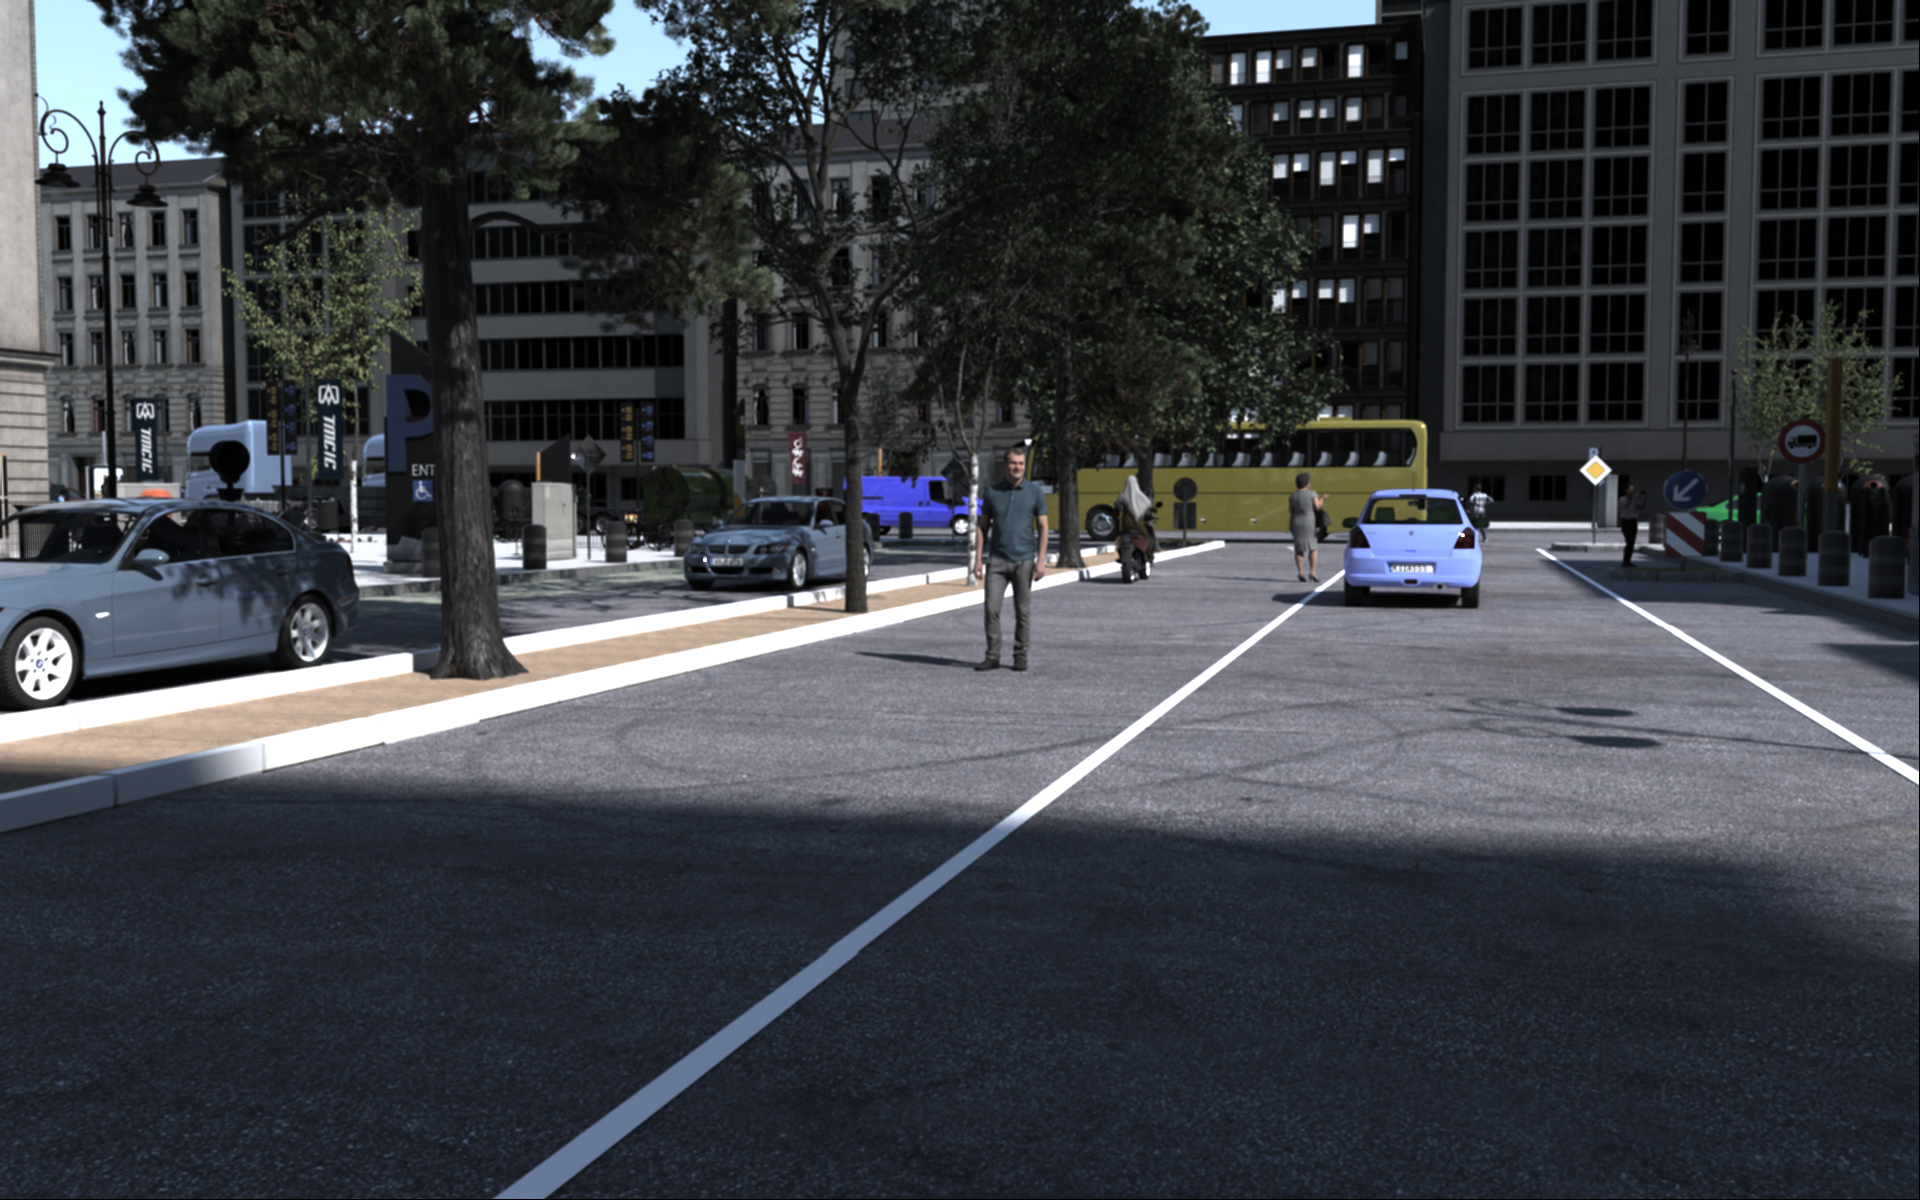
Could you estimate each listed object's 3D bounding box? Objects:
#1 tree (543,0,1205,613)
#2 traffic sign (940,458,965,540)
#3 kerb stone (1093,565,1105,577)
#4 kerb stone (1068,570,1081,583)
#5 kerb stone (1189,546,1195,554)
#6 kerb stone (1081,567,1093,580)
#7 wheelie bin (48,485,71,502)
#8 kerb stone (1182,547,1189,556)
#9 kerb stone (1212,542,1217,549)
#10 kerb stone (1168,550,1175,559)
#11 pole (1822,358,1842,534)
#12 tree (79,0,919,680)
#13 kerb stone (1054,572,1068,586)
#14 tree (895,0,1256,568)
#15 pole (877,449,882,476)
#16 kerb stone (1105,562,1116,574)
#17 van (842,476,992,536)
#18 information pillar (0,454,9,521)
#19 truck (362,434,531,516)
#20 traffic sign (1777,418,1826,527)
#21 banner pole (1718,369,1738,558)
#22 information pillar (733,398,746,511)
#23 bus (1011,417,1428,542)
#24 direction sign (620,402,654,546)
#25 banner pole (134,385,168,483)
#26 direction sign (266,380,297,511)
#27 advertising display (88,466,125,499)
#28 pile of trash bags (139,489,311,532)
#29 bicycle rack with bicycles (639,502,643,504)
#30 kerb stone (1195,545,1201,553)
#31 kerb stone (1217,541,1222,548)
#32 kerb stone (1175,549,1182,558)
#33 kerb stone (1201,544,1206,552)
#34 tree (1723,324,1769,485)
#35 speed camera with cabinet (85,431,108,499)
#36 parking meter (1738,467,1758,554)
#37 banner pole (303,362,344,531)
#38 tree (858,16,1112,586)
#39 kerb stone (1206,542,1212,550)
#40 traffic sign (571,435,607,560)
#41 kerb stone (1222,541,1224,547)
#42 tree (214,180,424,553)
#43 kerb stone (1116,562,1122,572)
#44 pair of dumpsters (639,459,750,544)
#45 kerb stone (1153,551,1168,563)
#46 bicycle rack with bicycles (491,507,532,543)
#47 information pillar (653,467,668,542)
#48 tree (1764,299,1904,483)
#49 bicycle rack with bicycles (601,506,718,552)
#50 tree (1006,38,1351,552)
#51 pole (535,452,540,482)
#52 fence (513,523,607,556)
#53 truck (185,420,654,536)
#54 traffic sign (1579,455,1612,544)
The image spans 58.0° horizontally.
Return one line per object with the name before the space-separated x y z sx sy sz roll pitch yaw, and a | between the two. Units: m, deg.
tree | -1.129 -5.135 20.828 8.767 10.594 7.601 1 4 16
traffic sign | -0.184 -2.757 48.721 0.795 2.450 0.064 1 4 16
kerb stone | 2.329 -0.490 30.219 0.120 0.150 1.000 1 4 16
kerb stone | 1.776 -0.370 28.242 0.120 0.150 1.000 1 4 16
kerb stone | 5.388 -1.155 41.100 0.120 0.150 1.000 1 4 16
kerb stone | 2.053 -0.430 29.232 0.120 0.150 1.000 1 4 16
wheelie bin | -30.150 -3.056 57.871 0.980 1.594 0.693 2 4 24
kerb stone | 5.106 -1.095 40.115 0.120 0.150 1.000 1 4 16
kerb stone | 6.495 -1.396 45.072 0.120 0.150 1.000 1 4 16
kerb stone | 4.551 -0.975 38.133 0.120 0.150 1.000 1 4 16
pole | 13.109 -1.970 26.046 0.158 3.312 0.155 0 3 0
tree | -3.955 -6.333 13.429 7.806 13.903 7.818 0 3 0
kerb stone | 1.499 -0.310 27.256 0.120 0.150 1.000 1 4 16
tree | 2.036 -6.642 33.112 6.751 12.117 7.091 0 3 0
pole | -3.610 -5.120 77.558 0.158 3.312 0.155 0 3 0
kerb stone | 2.607 -0.551 31.204 0.120 0.150 1.000 1 4 16
van | -1.410 -3.387 59.758 5.245 2.365 2.240 1 4 15
information pillar | -17.906 -1.696 32.221 0.304 2.012 0.304 -1 4 -14
truck | -16.326 -4.946 70.632 18.799 4.110 2.967 1 4 17
traffic sign | 14.217 -1.785 29.295 0.768 2.556 0.104 1 4 18
banner pole | 15.330 -2.717 34.447 0.401 3.779 0.863 2 4 29
information pillar | -5.333 -3.093 41.924 0.183 3.616 0.504 1 4 21
bus | 7.704 -3.700 52.040 12.252 3.916 2.896 1 4 16
direction sign | -7.938 -3.099 42.661 0.876 3.537 0.379 1 4 13
banner pole | -18.532 -3.048 39.852 0.863 3.779 0.401 -2 4 -32
direction sign | -13.531 -2.606 34.598 0.876 3.537 0.379 2 4 31
advertising display | -19.595 -2.117 39.822 0.123 1.923 0.974 1 4 16
pile of trash bags | -13.214 -1.300 31.000 3.447 1.369 1.912 1 4 15
bicycle rack with bicycles | -13.065 -3.916 77.415 2.852 0.926 2.925 -1 4 -12
kerb stone | 5.665 -1.217 42.098 0.120 0.150 1.000 1 4 16
kerb stone | 6.773 -1.460 46.062 0.120 0.150 1.000 1 4 16
kerb stone | 4.818 -1.036 39.131 0.120 0.150 1.000 1 4 16
kerb stone | 5.941 -1.265 43.085 0.120 0.150 1.000 1 4 16
tree | 33.209 -7.374 70.927 4.737 8.622 4.395 0 3 0
speed camera with cabinet | -27.078 -3.716 55.092 0.660 3.252 2.038 0 4 -3
parking meter | 17.039 -1.943 37.482 0.255 1.863 0.399 0 4 -2
banner pole | -12.155 -2.628 32.978 0.863 3.779 0.401 -2 4 -29
tree | 0.236 -4.525 26.809 4.360 8.622 3.978 0 3 0
kerb stone | 6.214 -1.338 44.072 0.120 0.150 1.000 1 4 16
traffic sign | -7.234 -1.991 33.732 0.795 2.450 0.064 1 4 20
kerb stone | 7.058 -1.517 47.065 0.120 0.150 1.000 1 4 16
tree | -13.416 -5.325 37.433 4.737 8.622 4.395 0 3 0
kerb stone | 2.882 -0.611 32.191 0.120 0.150 1.000 1 4 16
pair of dumpsters | -7.055 -2.693 46.520 1.574 2.255 4.437 1 4 16
kerb stone | 4.270 -0.910 37.146 0.120 0.150 1.000 1 4 16
bicycle rack with bicycles | -12.402 -2.013 46.301 2.925 0.926 2.852 -3 4 -38
information pillar | -8.102 -2.591 46.850 0.304 2.012 0.304 1 4 14
tree | 32.869 -6.995 64.732 4.737 8.622 4.395 0 3 0
bicycle rack with bicycles | -7.009 -1.616 39.798 2.852 0.926 2.925 3 5 42
tree | 4.587 -7.529 42.561 9.611 12.733 9.660 0 3 0
pole | -20.452 -5.512 83.969 0.158 3.312 0.155 0 3 0
fence | -8.314 -1.275 36.220 2.069 0.683 0.278 0 4 5
truck | -19.803 -4.409 61.851 18.799 4.110 2.967 1 4 17
traffic sign | 16.175 -2.476 44.127 0.795 2.450 0.064 1 4 16
